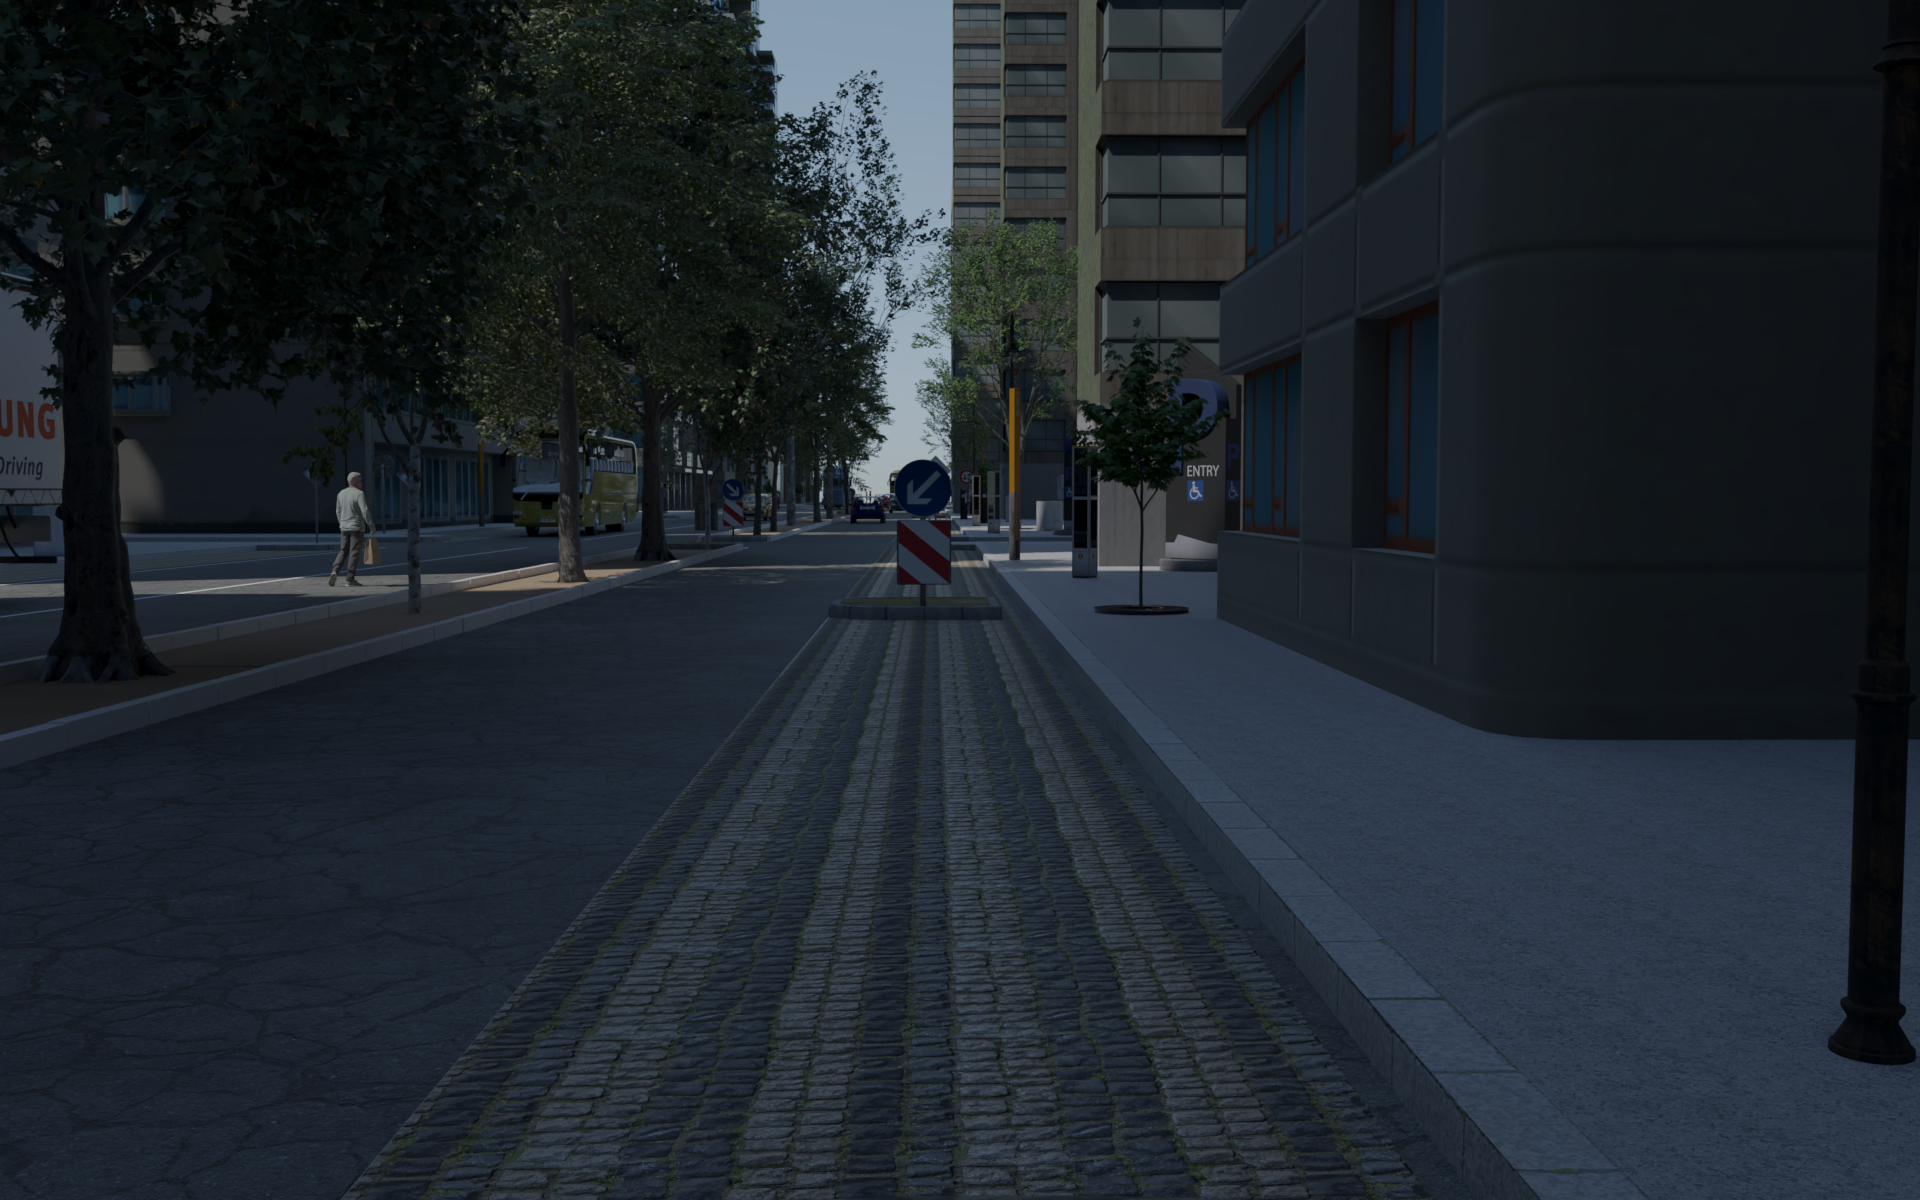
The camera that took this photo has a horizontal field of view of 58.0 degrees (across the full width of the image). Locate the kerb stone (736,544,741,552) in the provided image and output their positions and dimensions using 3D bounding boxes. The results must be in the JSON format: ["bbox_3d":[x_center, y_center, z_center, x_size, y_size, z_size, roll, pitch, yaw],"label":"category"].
[{"bbox_3d":[-5.613,-1.275,43.043,0.120,0.150,1.000,0,4,-1],"label":"kerb stone"}]

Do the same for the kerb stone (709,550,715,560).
[{"bbox_3d":[-5.532,-0.961,37.916,0.120,0.150,1.000,0,4,-1],"label":"kerb stone"}]

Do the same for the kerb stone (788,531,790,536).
[{"bbox_3d":[-5.864,-2.187,57.952,0.120,0.150,1.000,0,4,-1],"label":"kerb stone"}]

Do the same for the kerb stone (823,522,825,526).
[{"bbox_3d":[-6.168,-3.313,76.376,0.120,0.150,1.000,0,4,-1],"label":"kerb stone"}]

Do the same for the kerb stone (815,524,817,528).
[{"bbox_3d":[-6.077,-3.001,71.255,0.120,0.150,1.000,0,4,-1],"label":"kerb stone"}]

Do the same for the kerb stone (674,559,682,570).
[{"bbox_3d":[-5.450,-0.644,32.791,0.120,0.150,1.000,0,4,-1],"label":"kerb stone"}]

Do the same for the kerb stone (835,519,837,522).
[{"bbox_3d":[-6.312,-3.878,85.594,0.120,0.150,1.000,0,4,-1],"label":"kerb stone"}]

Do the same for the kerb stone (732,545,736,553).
[{"bbox_3d":[-5.607,-1.209,42.016,0.120,0.150,1.000,0,4,-1],"label":"kerb stone"}]

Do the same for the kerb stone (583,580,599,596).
[{"bbox_3d":[-5.313,-0.147,24.595,0.120,0.150,1.000,0,4,-1],"label":"kerb stone"}]

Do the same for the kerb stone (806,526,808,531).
[{"bbox_3d":[-5.993,-2.684,66.143,0.120,0.150,1.000,0,4,-1],"label":"kerb stone"}]

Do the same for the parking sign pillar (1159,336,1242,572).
[{"bbox_3d":[4.096,-2.489,29.163,1.447,3.967,1.447,-3,5,-42],"label":"parking sign pillar"}]

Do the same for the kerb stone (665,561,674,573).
[{"bbox_3d":[-5.431,-0.583,31.761,0.120,0.150,1.000,0,4,-1],"label":"kerb stone"}]

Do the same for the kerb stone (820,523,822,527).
[{"bbox_3d":[-6.131,-3.189,74.332,0.120,0.150,1.000,0,4,-1],"label":"kerb stone"}]

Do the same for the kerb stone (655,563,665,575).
[{"bbox_3d":[-5.417,-0.521,30.735,0.120,0.150,1.000,0,4,-1],"label":"kerb stone"}]

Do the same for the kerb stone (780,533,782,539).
[{"bbox_3d":[-5.809,-1.998,54.870,0.120,0.150,1.000,0,4,-1],"label":"kerb stone"}]

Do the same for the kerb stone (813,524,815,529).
[{"bbox_3d":[-6.063,-2.928,70.233,0.120,0.150,1.000,0,4,-1],"label":"kerb stone"}]

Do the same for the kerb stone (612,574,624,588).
[{"bbox_3d":[-5.352,-0.272,26.639,0.120,0.150,1.000,0,4,-1],"label":"kerb stone"}]

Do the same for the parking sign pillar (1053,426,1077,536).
[{"bbox_3d":[3.631,-4.007,53.989,1.447,3.967,1.447,1,4,22],"label":"parking sign pillar"}]

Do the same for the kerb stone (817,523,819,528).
[{"bbox_3d":[-6.099,-3.063,72.281,0.120,0.150,1.000,0,4,-1],"label":"kerb stone"}]

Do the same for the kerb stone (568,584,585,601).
[{"bbox_3d":[-5.303,-0.078,23.570,0.120,0.150,1.000,0,4,-1],"label":"kerb stone"}]

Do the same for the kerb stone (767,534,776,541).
[{"bbox_3d":[-5.780,-1.873,52.825,0.120,0.150,1.000,0,4,-1],"label":"kerb stone"}]

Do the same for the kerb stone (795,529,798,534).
[{"bbox_3d":[-5.912,-2.375,61.021,0.120,0.150,1.000,0,4,-1],"label":"kerb stone"}]

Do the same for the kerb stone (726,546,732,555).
[{"bbox_3d":[-5.583,-1.148,40.994,0.120,0.150,1.000,0,4,-1],"label":"kerb stone"}]

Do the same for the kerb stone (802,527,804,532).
[{"bbox_3d":[-5.965,-2.556,64.091,0.120,0.150,1.000,0,4,-1],"label":"kerb stone"}]

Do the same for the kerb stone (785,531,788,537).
[{"bbox_3d":[-5.853,-2.121,56.929,0.120,0.150,1.000,0,4,-1],"label":"kerb stone"}]

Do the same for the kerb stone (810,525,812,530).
[{"bbox_3d":[-6.029,-2.811,68.189,0.120,0.150,1.000,0,4,-1],"label":"kerb stone"}]

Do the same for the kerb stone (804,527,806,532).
[{"bbox_3d":[-5.980,-2.625,65.117,0.120,0.150,1.000,0,4,-1],"label":"kerb stone"}]

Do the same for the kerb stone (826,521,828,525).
[{"bbox_3d":[-6.196,-3.433,78.430,0.120,0.150,1.000,0,4,-1],"label":"kerb stone"}]

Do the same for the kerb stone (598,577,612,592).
[{"bbox_3d":[-5.343,-0.209,25.617,0.120,0.150,1.000,0,4,-1],"label":"kerb stone"}]

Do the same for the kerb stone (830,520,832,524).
[{"bbox_3d":[-6.249,-3.627,81.500,0.120,0.150,1.000,0,4,-1],"label":"kerb stone"}]

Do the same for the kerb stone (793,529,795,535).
[{"bbox_3d":[-5.896,-2.312,59.999,0.120,0.150,1.000,0,4,-1],"label":"kerb stone"}]

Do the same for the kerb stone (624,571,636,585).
[{"bbox_3d":[-5.366,-0.329,27.666,0.120,0.150,1.000,0,4,-1],"label":"kerb stone"}]

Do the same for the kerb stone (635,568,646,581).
[{"bbox_3d":[-5.387,-0.397,28.691,0.120,0.150,1.000,0,4,-1],"label":"kerb stone"}]

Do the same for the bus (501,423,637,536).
[{"bbox_3d":[-13.882,-4.369,62.979,2.896,3.916,12.252,0,4,-2],"label":"bus"}]

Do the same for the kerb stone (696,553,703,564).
[{"bbox_3d":[-5.499,-0.836,35.863,0.120,0.150,1.000,0,4,-1],"label":"kerb stone"}]

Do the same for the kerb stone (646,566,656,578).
[{"bbox_3d":[-5.403,-0.460,29.713,0.120,0.150,1.000,0,4,-1],"label":"kerb stone"}]

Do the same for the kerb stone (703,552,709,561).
[{"bbox_3d":[-5.523,-0.899,36.888,0.120,0.150,1.000,0,4,-1],"label":"kerb stone"}]

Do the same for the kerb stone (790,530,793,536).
[{"bbox_3d":[-5.876,-2.243,58.977,0.120,0.150,1.000,0,4,-1],"label":"kerb stone"}]

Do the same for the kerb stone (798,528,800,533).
[{"bbox_3d":[-5.929,-2.437,62.044,0.120,0.150,1.000,0,4,-1],"label":"kerb stone"}]

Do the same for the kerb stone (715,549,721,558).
[{"bbox_3d":[-5.545,-1.024,38.942,0.120,0.150,1.000,0,4,-1],"label":"kerb stone"}]

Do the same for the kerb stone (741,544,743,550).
[{"bbox_3d":[-5.632,-1.338,44.065,0.120,0.150,1.000,0,4,-1],"label":"kerb stone"}]

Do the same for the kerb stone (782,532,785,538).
[{"bbox_3d":[-5.827,-2.061,55.892,0.120,0.150,1.000,0,4,-1],"label":"kerb stone"}]

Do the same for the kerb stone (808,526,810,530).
[{"bbox_3d":[-6.013,-2.750,67.166,0.120,0.150,1.000,0,4,-1],"label":"kerb stone"}]

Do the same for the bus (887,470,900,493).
[{"bbox_3d":[-5.877,-11.219,174.982,2.896,3.916,12.252,0,4,-3],"label":"bus"}]

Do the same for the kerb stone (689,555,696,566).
[{"bbox_3d":[-5.486,-0.770,34.841,0.120,0.150,1.000,0,4,-1],"label":"kerb stone"}]

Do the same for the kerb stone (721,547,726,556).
[{"bbox_3d":[-5.571,-1.087,39.964,0.120,0.150,1.000,0,4,-1],"label":"kerb stone"}]

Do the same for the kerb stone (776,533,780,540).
[{"bbox_3d":[-5.793,-1.936,53.848,0.120,0.150,1.000,0,4,-1],"label":"kerb stone"}]

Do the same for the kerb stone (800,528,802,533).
[{"bbox_3d":[-5.949,-2.500,63.066,0.120,0.150,1.000,0,4,-1],"label":"kerb stone"}]

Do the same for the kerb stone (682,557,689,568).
[{"bbox_3d":[-5.467,-0.711,33.813,0.120,0.150,1.000,0,4,-1],"label":"kerb stone"}]
